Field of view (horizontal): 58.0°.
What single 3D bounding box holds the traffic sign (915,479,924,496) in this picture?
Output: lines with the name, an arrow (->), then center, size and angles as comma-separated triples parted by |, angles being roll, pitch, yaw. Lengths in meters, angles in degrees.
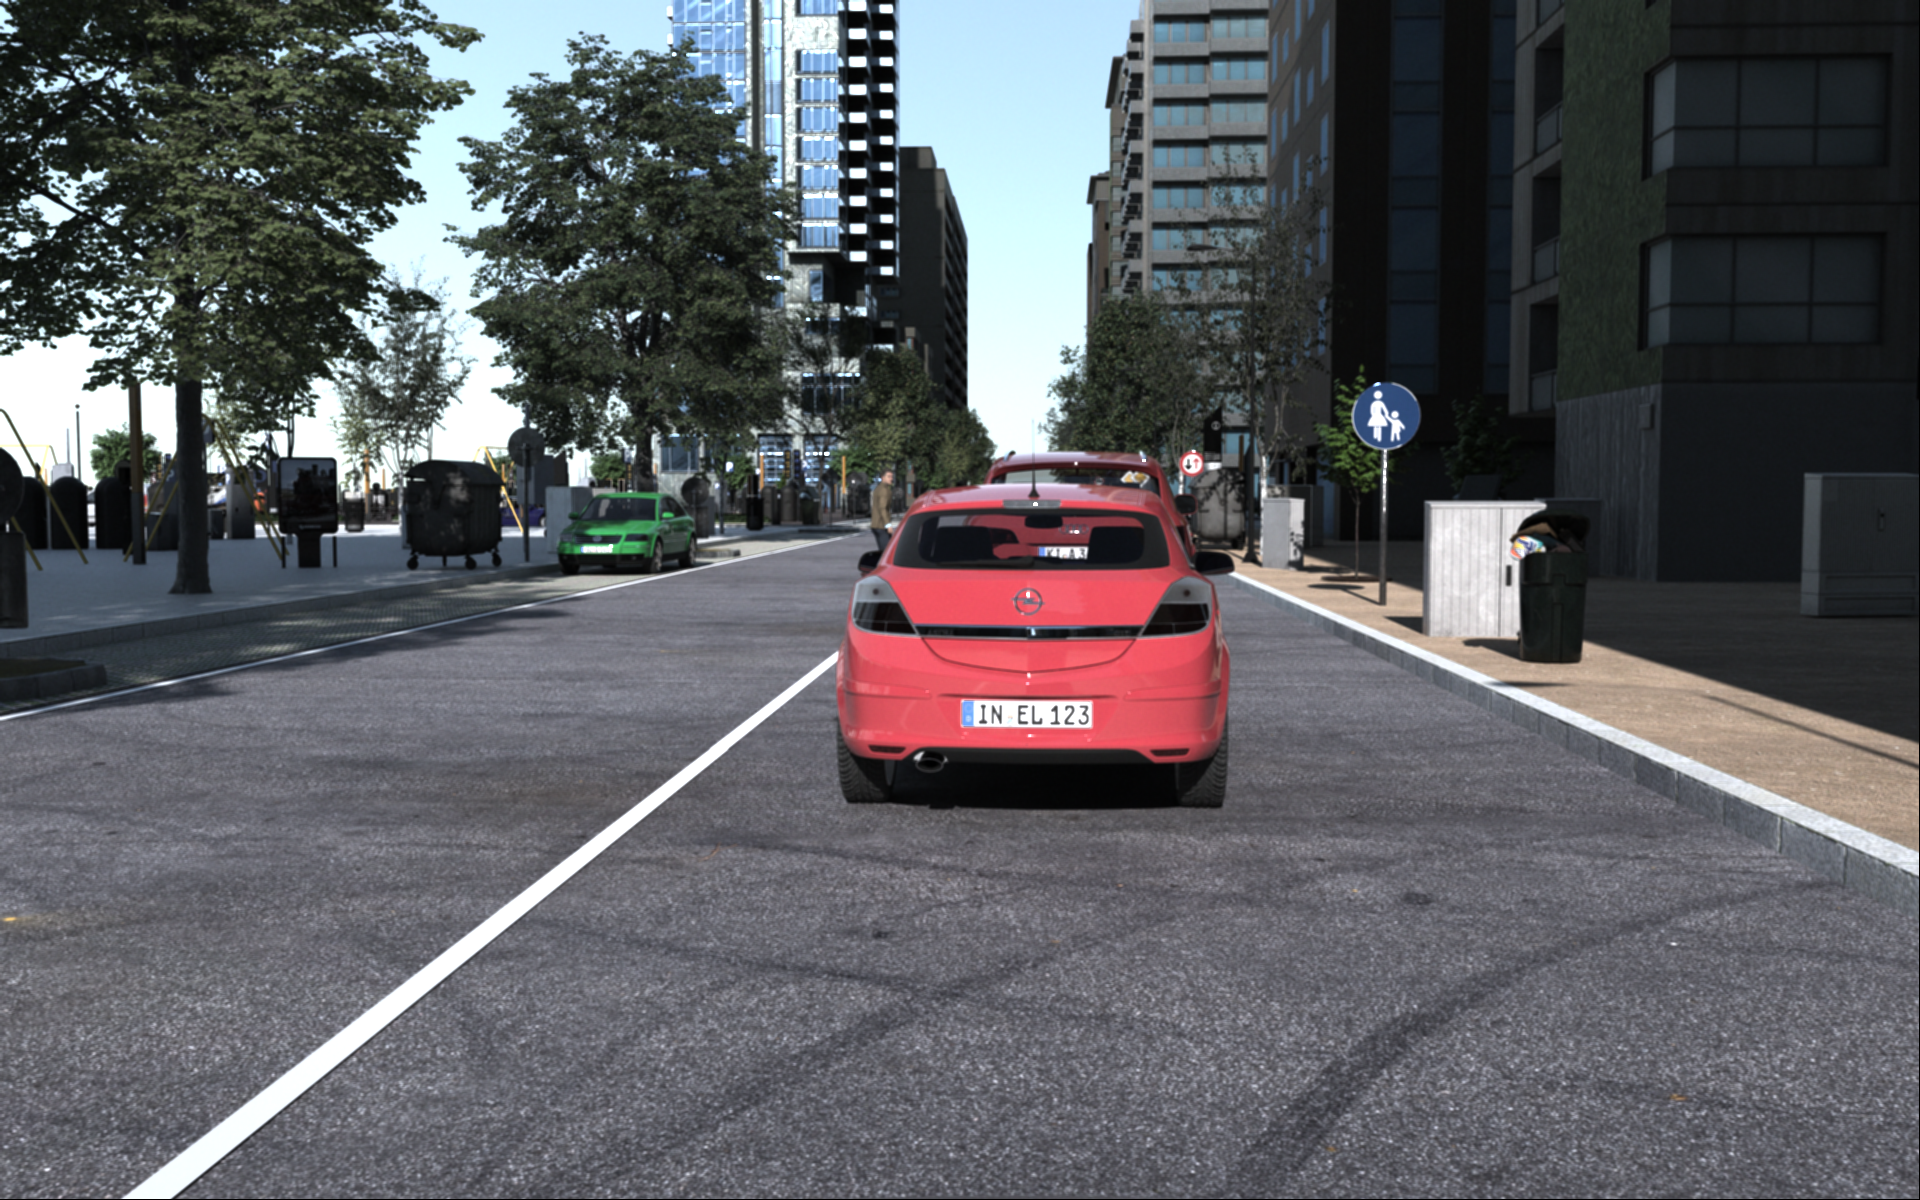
traffic sign -> -3.357, -8.796, 143.918 | 0.768, 2.556, 0.104 | 0, 4, 5

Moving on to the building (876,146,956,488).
building -> -12.166, -37.997, 244.946 | 21.300, 48.544, 21.600 | 0, 4, 3

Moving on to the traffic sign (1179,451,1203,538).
traffic sign -> 6.829, -3.111, 50.965 | 0.768, 2.556, 0.104 | 0, 4, 8

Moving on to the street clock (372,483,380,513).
street clock -> -37.381, -6.508, 110.970 | 0.358, 2.002, 0.471 | 2, 4, 25

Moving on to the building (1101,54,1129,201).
building -> 31.898, -37.646, 204.753 | 28.713, 52.752, 27.495 | 0, 4, 3

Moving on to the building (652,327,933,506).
building -> -17.766, -21.380, 194.600 | 27.650, 21.520, 28.899 | 0, 4, 3

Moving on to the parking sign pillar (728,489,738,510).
parking sign pillar -> -18.949, -9.428, 142.615 | 1.447, 3.967, 1.447 | 1, 4, 11

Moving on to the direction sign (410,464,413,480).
direction sign -> -36.439, -7.528, 115.087 | 0.379, 3.537, 0.876 | 0, 4, -7

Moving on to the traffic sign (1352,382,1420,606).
traffic sign -> 4.866, -1.208, 19.858 | 0.768, 2.556, 0.104 | 0, 4, 6

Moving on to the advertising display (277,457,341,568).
advertising display -> -11.376, -1.530, 30.230 | 0.974, 1.923, 0.123 | -2, 4, -29

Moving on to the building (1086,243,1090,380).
building -> 28.852, -39.652, 298.412 | 14.600, 45.320, 14.200 | 0, 4, 3

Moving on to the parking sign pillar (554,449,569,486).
parking sign pillar -> -24.323, -7.112, 104.755 | 1.447, 3.967, 1.447 | 1, 4, 17

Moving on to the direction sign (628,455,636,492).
direction sign -> -18.808, -6.591, 99.756 | 0.876, 3.537, 0.379 | 0, 4, -3

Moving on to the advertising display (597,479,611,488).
advertising display -> -15.588, -4.323, 75.896 | 0.123, 1.923, 0.974 | 1, 4, 19

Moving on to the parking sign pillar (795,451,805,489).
parking sign pillar -> -10.140, -7.380, 109.130 | 1.447, 3.967, 1.447 | -1, 4, -19

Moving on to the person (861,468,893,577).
person -> -1.227, -1.149, 27.194 | 0.656, 1.842, 0.836 | 3, 5, 40

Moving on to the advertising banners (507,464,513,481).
advertising banners -> -25.937, -6.451, 101.661 | 0.090, 3.025, 2.074 | 1, 4, 20

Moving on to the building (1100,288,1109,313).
building -> 26.517, -28.786, 242.357 | 14.160, 30.474, 14.107 | 0, 4, 3

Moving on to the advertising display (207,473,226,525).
advertising display -> -22.705, -2.918, 52.930 | 0.123, 1.923, 0.974 | 3, 5, 43

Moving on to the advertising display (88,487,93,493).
advertising display -> -75.252, -8.812, 149.290 | 0.974, 1.923, 0.123 | -1, 4, -13

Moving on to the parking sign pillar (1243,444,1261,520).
parking sign pillar -> 14.121, -5.932, 85.459 | 1.447, 3.967, 1.447 | 2, 4, 25

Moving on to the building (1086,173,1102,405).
building -> 34.813, -42.042, 276.630 | 28.713, 52.752, 27.495 | 0, 4, 3

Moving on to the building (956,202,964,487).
building -> -10.935, -39.313, 266.471 | 21.300, 48.544, 21.600 | 0, 4, 3

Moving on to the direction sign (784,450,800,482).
direction sign -> -8.551, -5.882, 88.164 | 0.876, 3.537, 0.379 | 2, 4, 25

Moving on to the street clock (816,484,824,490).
street clock -> -9.465, -6.889, 117.202 | 0.471, 2.002, 0.358 | -2, 4, -23

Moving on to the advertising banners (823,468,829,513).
advertising banners -> -8.918, -7.297, 115.497 | 0.090, 3.025, 2.074 | -1, 4, -15

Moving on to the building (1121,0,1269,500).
building -> 26.509, -33.119, 161.096 | 23.786, 49.044, 30.456 | 0, 4, 3

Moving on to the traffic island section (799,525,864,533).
traffic island section -> -4.842, -2.595, 64.701 | 2.009, 0.180, 2.903 | 0, 4, 3

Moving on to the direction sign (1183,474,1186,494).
direction sign -> 18.106, -9.066, 140.229 | 0.379, 3.537, 0.876 | 2, 4, 26

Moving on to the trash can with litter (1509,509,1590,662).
trash can with litter -> 4.522, -0.128, 13.488 | 0.624, 1.170, 1.055 | 1, 4, 9

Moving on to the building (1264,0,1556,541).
building -> 17.269, -24.607, 52.443 | 14.600, 45.320, 14.200 | 0, 4, 3

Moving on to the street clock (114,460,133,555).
street clock -> -17.592, -1.961, 36.628 | 0.471, 2.002, 0.358 | 1, 4, 14

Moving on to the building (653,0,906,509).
building -> -15.881, -51.981, 162.565 | 22.319, 86.520, 31.000 | 0, 4, 3

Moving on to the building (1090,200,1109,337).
building -> 27.162, -37.082, 256.396 | 14.600, 45.320, 14.200 | 0, 4, 3

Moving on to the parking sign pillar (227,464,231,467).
parking sign pillar -> -60.929, -9.607, 145.547 | 1.447, 3.967, 1.447 | -3, 4, -36

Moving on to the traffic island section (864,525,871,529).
traffic island section -> -4.453, -3.082, 72.677 | 2.009, 0.180, 2.903 | 0, 4, 3

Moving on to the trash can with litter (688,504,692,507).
trash can with litter -> -17.671, -6.178, 112.062 | 1.678, 1.210, 2.233 | 0, 4, 4

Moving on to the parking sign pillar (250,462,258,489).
parking sign pillar -> -55.636, -9.123, 137.627 | 1.447, 3.967, 1.447 | -2, 4, -27

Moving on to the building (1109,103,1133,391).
building -> 22.827, -30.631, 184.407 | 14.154, 41.232, 14.086 | 0, 4, 3

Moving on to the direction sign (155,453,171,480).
direction sign -> -44.394, -6.397, 96.595 | 0.876, 3.537, 0.379 | 0, 4, -1

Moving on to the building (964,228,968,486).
building -> -9.829, -40.674, 288.726 | 21.300, 48.544, 21.600 | 0, 4, 3

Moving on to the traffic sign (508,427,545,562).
traffic sign -> -8.232, -2.003, 32.862 | 0.768, 2.556, 0.104 | 1, 4, 12

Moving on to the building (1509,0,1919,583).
building -> 17.479, -21.213, 30.430 | 14.154, 41.232, 14.086 | 0, 4, 3

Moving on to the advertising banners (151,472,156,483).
advertising banners -> -64.243, -8.574, 136.371 | 2.074, 3.025, 0.090 | 0, 4, -3

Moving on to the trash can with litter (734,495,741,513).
trash can with litter -> -13.821, -6.138, 111.406 | 2.233, 1.210, 1.678 | -3, 5, -44

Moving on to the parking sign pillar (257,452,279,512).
parking sign pillar -> -39.723, -6.886, 101.057 | 1.447, 3.967, 1.447 | 1, 4, 13
